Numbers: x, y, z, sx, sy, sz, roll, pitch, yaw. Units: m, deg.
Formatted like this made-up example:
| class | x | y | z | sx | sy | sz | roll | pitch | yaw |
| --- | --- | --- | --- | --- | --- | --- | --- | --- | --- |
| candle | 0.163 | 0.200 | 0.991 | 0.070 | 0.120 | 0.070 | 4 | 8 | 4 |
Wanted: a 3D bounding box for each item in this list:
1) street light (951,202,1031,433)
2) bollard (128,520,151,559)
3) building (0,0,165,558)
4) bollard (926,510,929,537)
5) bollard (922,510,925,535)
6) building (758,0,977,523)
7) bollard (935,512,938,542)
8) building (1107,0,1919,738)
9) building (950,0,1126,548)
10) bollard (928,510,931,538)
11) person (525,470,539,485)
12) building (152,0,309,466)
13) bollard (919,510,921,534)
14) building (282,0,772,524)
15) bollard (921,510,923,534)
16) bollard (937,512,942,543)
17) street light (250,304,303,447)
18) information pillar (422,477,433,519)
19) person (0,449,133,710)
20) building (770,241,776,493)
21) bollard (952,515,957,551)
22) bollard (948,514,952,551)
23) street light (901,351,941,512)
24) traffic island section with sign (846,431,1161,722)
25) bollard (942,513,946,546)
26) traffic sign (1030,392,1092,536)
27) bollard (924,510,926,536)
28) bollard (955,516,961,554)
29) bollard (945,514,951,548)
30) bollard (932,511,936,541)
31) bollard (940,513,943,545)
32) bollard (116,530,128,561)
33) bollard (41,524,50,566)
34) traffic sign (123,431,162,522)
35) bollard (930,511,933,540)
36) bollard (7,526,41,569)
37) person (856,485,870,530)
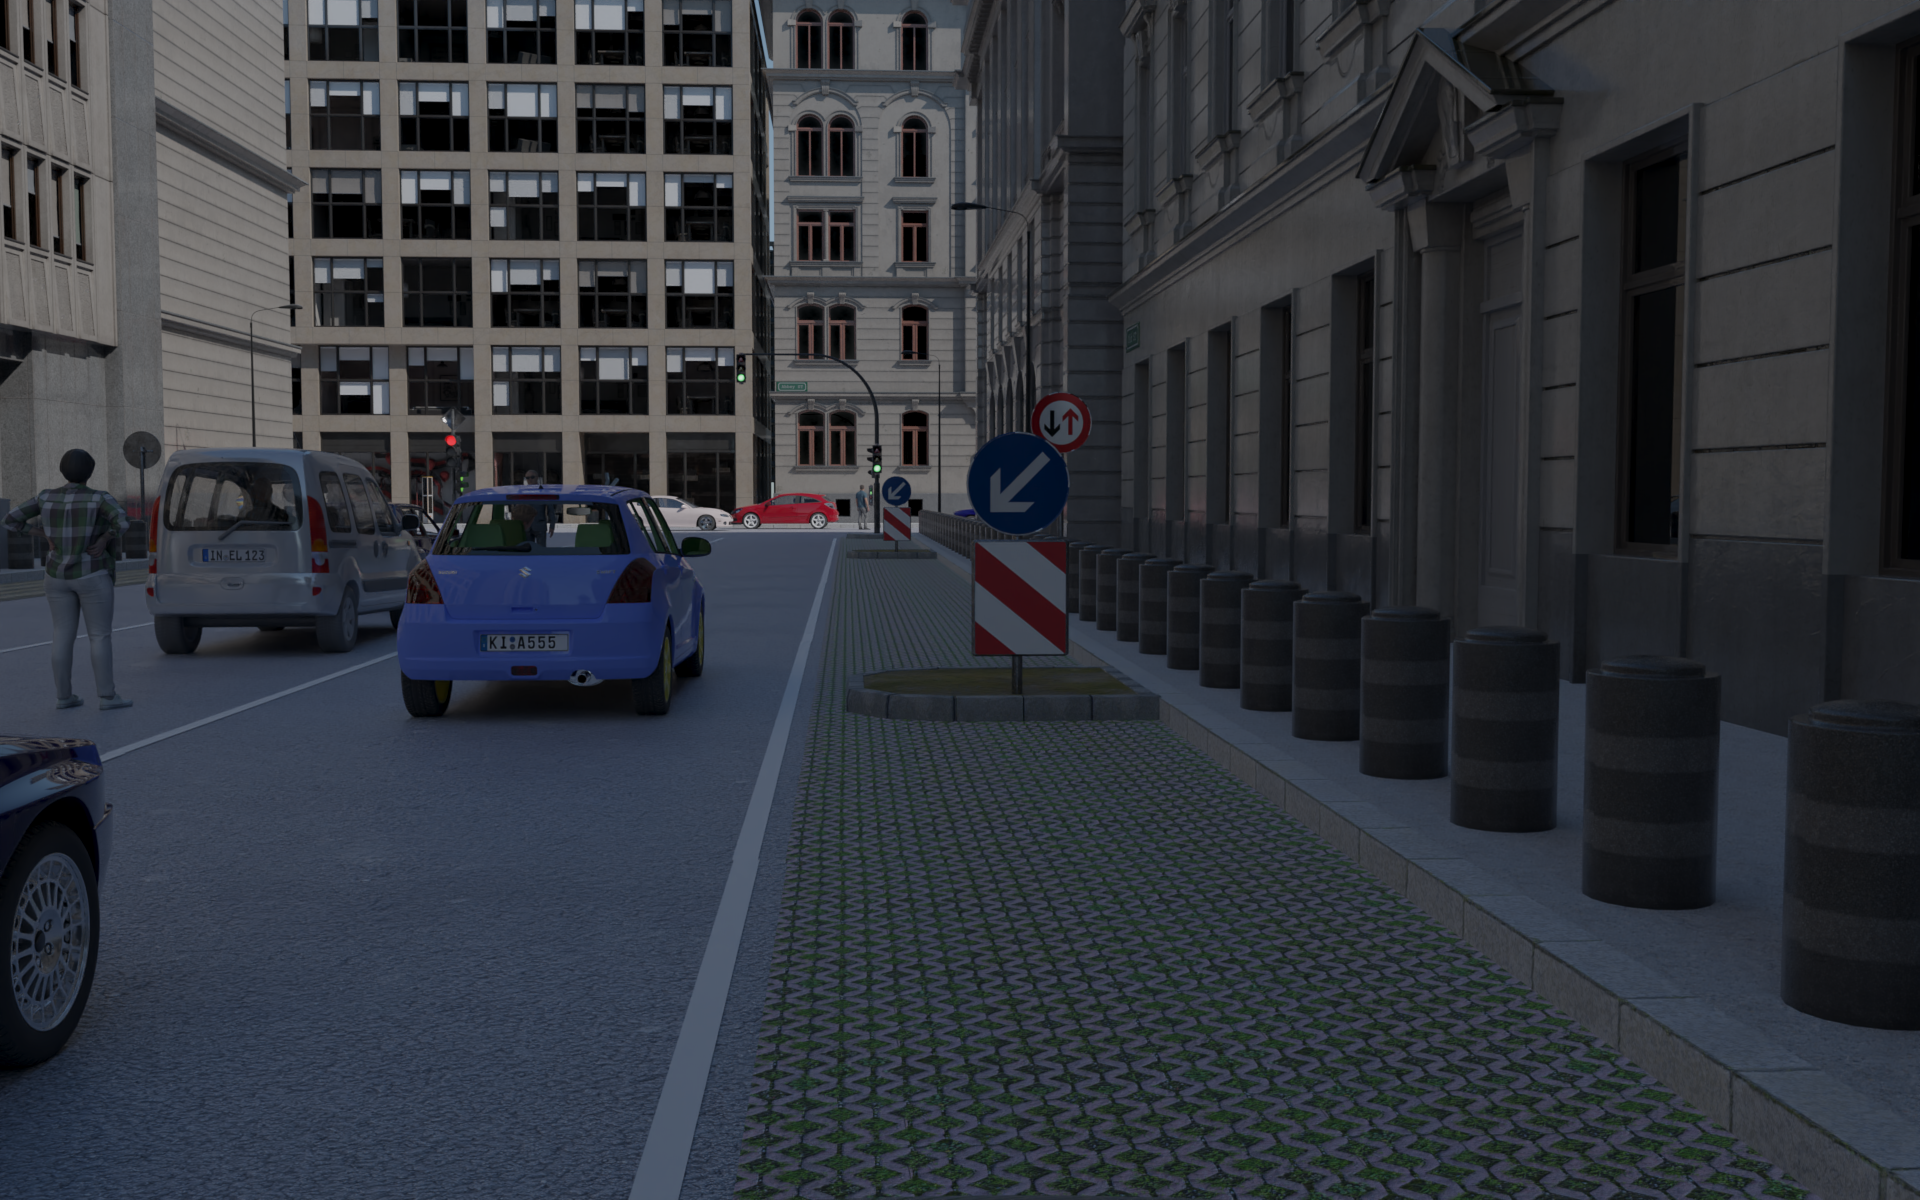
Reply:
| class | x | y | z | sx | sy | sz | roll | pitch | yaw |
| --- | --- | --- | --- | --- | --- | --- | --- | --- | --- |
| street light | 0.554 | -3.377 | 27.748 | 1.470 | 5.913 | 1.316 | 0 | 4 | -4 |
| bollard | -16.400 | -1.209 | 34.476 | 0.404 | 0.777 | 0.398 | 0 | 3 | 0 |
| building | -23.675 | -12.905 | 29.017 | 12.078 | 24.808 | 19.932 | 0 | 4 | -4 |
| bollard | -0.703 | -2.162 | 50.063 | 0.404 | 0.777 | 0.398 | 0 | 3 | 0 |
| bollard | -0.862 | -2.310 | 52.480 | 0.404 | 0.777 | 0.398 | 0 | 3 | 0 |
| building | 2.458 | -18.051 | 82.523 | 23.554 | 28.519 | 14.401 | 0 | 4 | -4 |
| bollard | -0.387 | -1.867 | 45.240 | 0.404 | 0.777 | 0.398 | 0 | 3 | 0 |
| building | 12.164 | -14.259 | 9.544 | 17.030 | 29.872 | 44.131 | 0 | 4 | -4 |
| building | 7.095 | -12.340 | 43.560 | 13.314 | 21.916 | 24.055 | 0 | 4 | -4 |
| bollard | -0.622 | -2.088 | 48.852 | 0.404 | 0.777 | 0.398 | 0 | 3 | 0 |
| person | -6.634 | -1.116 | 26.918 | 0.661 | 1.801 | 0.590 | 0 | 4 | 1 |
| building | -31.024 | -15.789 | 45.538 | 23.554 | 28.519 | 14.401 | 0 | 4 | -4 |
| bollard | -1.020 | -2.458 | 54.900 | 0.404 | 0.777 | 0.398 | 0 | 3 | 0 |
| building | -26.595 | -17.023 | 82.845 | 34.151 | 26.468 | 19.350 | 0 | 4 | -4 |
| bollard | -0.938 | -2.384 | 53.688 | 0.404 | 0.777 | 0.398 | 0 | 3 | 0 |
| bollard | -0.309 | -1.793 | 44.040 | 0.404 | 0.777 | 0.398 | 0 | 3 | 0 |
| street light | -16.781 | -4.279 | 42.502 | 1.470 | 5.913 | 1.316 | 0 | 4 | -4 |
| information pillar | -22.651 | -4.233 | 73.693 | 0.304 | 2.012 | 0.304 | 2 | 4 | 26 |
| person | -5.886 | -0.143 | 11.558 | 0.841 | 1.734 | 0.376 | 0 | 4 | 5 |
| building | -37.213 | -34.025 | 248.189 | 23.993 | 40.220 | 32.217 | 0 | 4 | -4 |
| bollard | 0.079 | -1.426 | 38.038 | 0.404 | 0.777 | 0.398 | 0 | 3 | 0 |
| bollard | 0.000 | -1.500 | 39.239 | 0.404 | 0.777 | 0.398 | 0 | 3 | 0 |
| street light | -1.208 | -5.118 | 56.221 | 1.470 | 5.913 | 1.316 | 0 | 4 | -4 |
| traffic island section with sign | 0.219 | -0.193 | 11.788 | 1.989 | 1.847 | 2.006 | 0 | 4 | -4 |
| bollard | -0.152 | -1.647 | 41.642 | 0.404 | 0.777 | 0.398 | 0 | 3 | 0 |
| traffic sign | 1.258 | -1.318 | 21.662 | 0.768 | 2.556 | 0.104 | 0 | 4 | -3 |
| bollard | -0.779 | -2.236 | 51.281 | 0.404 | 0.777 | 0.398 | 0 | 3 | 0 |
| bollard | 0.159 | -1.352 | 36.828 | 0.404 | 0.777 | 0.398 | 0 | 3 | 0 |
| bollard | -0.075 | -1.573 | 40.443 | 0.404 | 0.777 | 0.398 | 0 | 3 | 0 |
| bollard | -0.469 | -1.941 | 46.450 | 0.404 | 0.777 | 0.398 | 0 | 3 | 0 |
| bollard | -0.232 | -1.720 | 42.841 | 0.404 | 0.777 | 0.398 | 0 | 3 | 0 |
| bollard | -16.325 | -1.135 | 33.277 | 0.404 | 0.777 | 0.398 | 0 | 3 | 0 |
| bollard | -16.172 | -0.988 | 30.867 | 0.404 | 0.777 | 0.398 | 0 | 3 | 0 |
| traffic sign | -16.545 | -2.138 | 35.057 | 0.768 | 2.556 | 0.104 | 0 | 4 | -1 |
| bollard | -0.546 | -2.014 | 47.653 | 0.404 | 0.777 | 0.398 | 0 | 3 | 0 |
| bollard | -16.090 | -0.914 | 29.668 | 0.404 | 0.777 | 0.398 | 0 | 3 | 0 |
| person | -3.891 | -3.728 | 69.586 | 0.434 | 1.807 | 0.598 | -3 | 5 | -44 |
